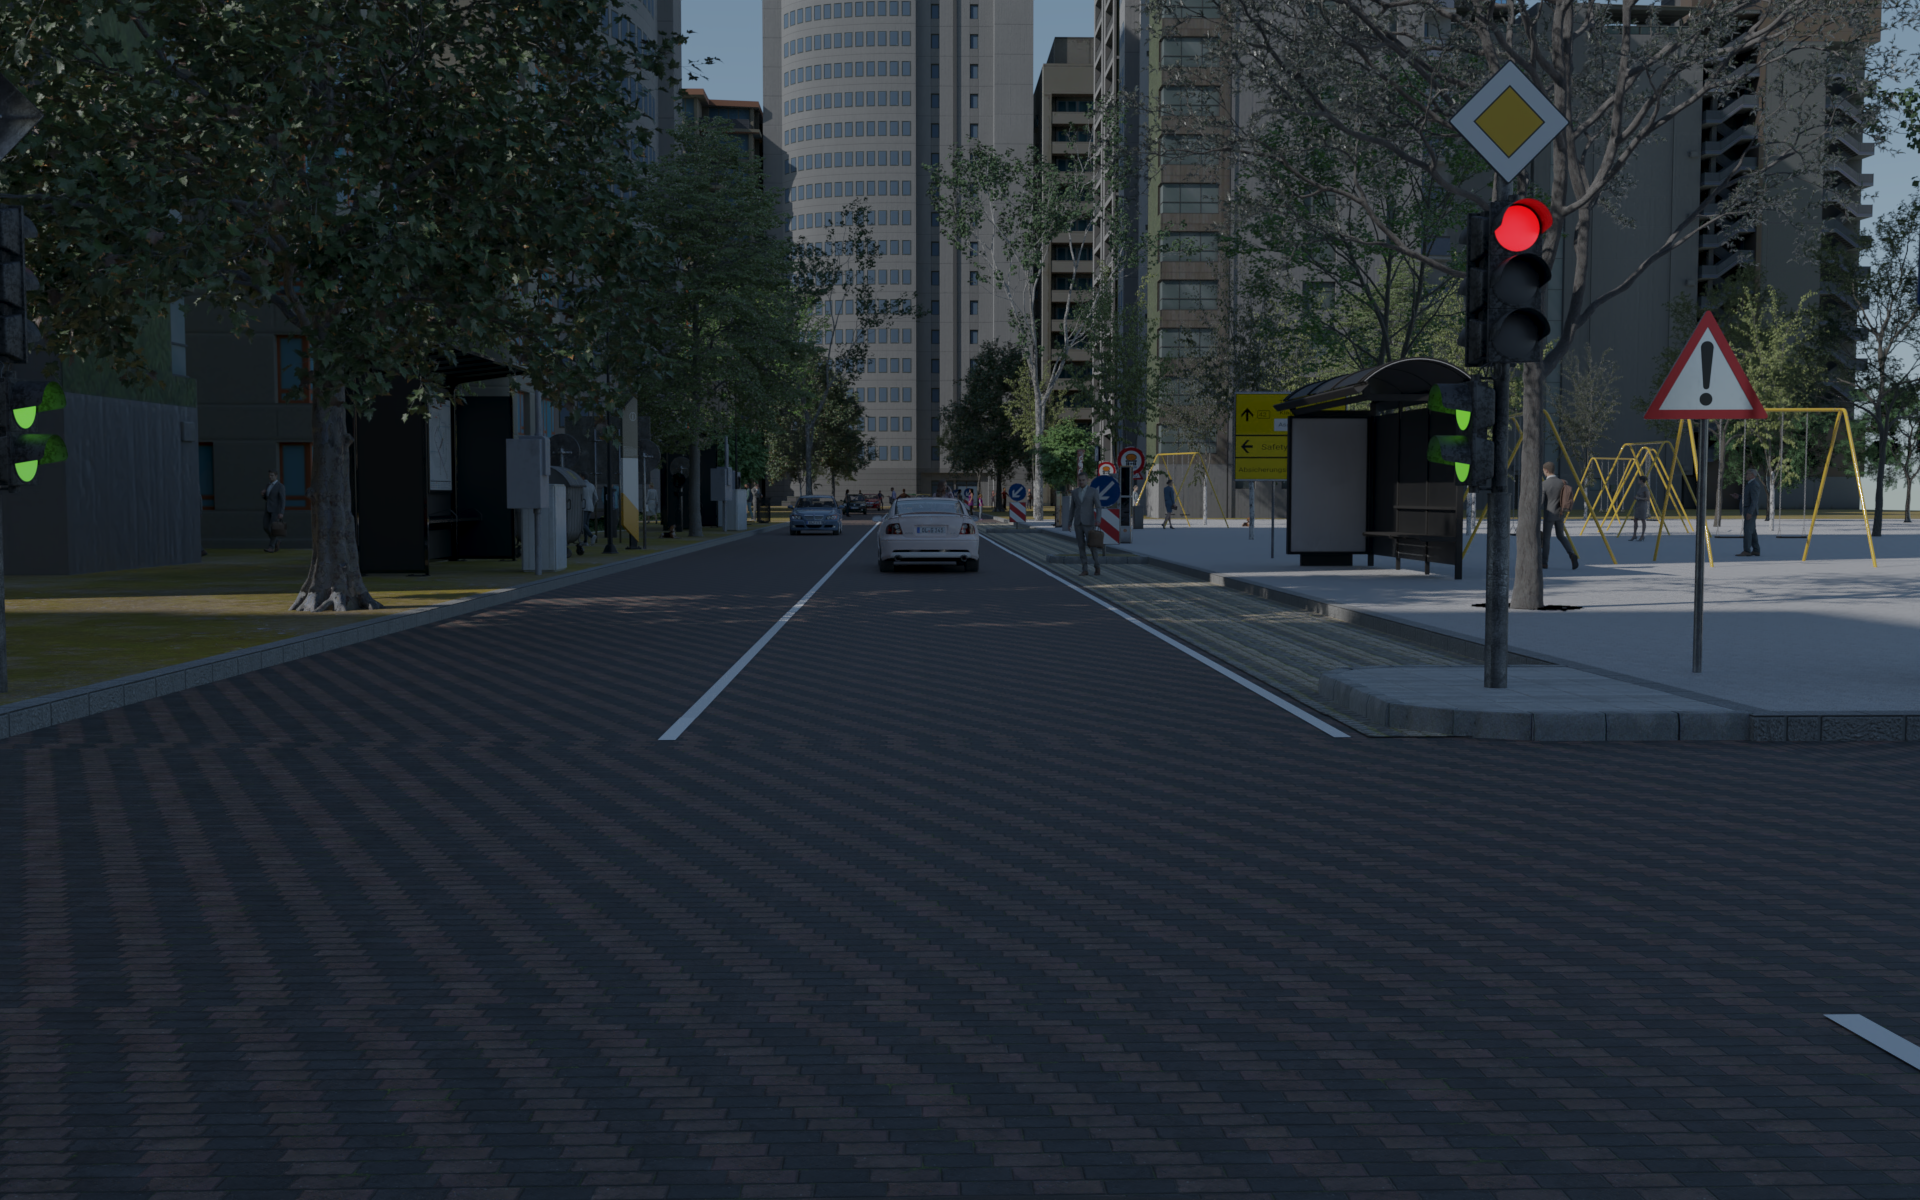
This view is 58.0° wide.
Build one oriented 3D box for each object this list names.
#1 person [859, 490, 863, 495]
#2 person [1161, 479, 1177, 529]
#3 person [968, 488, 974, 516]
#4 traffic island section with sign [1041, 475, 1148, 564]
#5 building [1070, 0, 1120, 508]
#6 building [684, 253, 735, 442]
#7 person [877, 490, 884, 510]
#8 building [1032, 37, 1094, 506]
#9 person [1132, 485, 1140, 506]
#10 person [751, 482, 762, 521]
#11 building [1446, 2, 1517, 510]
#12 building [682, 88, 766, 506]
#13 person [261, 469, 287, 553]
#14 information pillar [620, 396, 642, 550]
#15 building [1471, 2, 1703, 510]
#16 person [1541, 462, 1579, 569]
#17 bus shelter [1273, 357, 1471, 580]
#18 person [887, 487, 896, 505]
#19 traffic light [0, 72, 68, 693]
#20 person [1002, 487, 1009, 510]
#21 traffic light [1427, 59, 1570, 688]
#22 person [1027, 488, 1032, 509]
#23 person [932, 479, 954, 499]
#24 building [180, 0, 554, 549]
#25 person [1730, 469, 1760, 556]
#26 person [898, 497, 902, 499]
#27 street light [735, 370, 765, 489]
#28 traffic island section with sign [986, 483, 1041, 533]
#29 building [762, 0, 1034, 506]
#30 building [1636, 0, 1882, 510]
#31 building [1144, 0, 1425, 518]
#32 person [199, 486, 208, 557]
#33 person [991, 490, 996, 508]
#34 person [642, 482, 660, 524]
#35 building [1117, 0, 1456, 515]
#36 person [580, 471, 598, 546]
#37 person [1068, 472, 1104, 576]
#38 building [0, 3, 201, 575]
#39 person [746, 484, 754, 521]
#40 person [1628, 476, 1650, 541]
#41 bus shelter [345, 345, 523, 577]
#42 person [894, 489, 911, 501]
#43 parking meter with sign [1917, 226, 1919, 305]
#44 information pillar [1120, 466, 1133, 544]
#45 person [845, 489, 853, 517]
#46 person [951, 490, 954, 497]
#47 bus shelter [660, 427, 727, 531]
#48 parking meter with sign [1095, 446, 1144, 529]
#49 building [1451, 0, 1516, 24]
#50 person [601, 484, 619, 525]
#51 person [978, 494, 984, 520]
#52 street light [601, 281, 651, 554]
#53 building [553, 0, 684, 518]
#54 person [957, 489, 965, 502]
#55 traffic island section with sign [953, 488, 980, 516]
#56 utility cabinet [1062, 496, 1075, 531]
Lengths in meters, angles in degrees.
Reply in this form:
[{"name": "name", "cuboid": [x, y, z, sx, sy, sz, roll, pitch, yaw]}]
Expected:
[{"name": "person", "cuboid": [-9.114, -9.125, 157.714, 1.348, 1.821, 0.705, 3, 5, 43]}, {"name": "person", "cuboid": [7.631, -3.513, 63.511, 0.654, 1.822, 0.581, -1, 4, -19]}, {"name": "person", "cuboid": [0.527, -5.142, 93.248, 0.721, 1.739, 1.217, 0, 4, -2]}, {"name": "traffic island section with sign", "cuboid": [2.827, -1.683, 36.145, 1.989, 1.847, 2.006, 0, 4, -2]}, {"name": "building", "cuboid": [20.155, -43.132, 143.467, 20.563, 71.187, 20.611, 0, 4, -2]}, {"name": "building", "cuboid": [-33.993, -18.031, 139.845, 28.899, 21.520, 27.650, 0, 4, -2]}, {"name": "person", "cuboid": [-6.933, -8.800, 152.833, 0.568, 1.767, 0.683, 3, 5, 42]}, {"name": "building", "cuboid": [18.636, -34.535, 188.347, 21.600, 48.544, 21.300, 0, 4, -2]}, {"name": "person", "cuboid": [8.527, -4.712, 84.093, 0.522, 1.701, 0.512, 2, 4, 33]}, {"name": "person", "cuboid": [-9.462, -4.609, 81.203, 0.447, 1.846, 0.655, 2, 4, 34]}, {"name": "building", "cuboid": [39.325, -28.398, 147.897, 14.086, 41.232, 14.154, 0, 4, -2]}, {"name": "building", "cuboid": [-35.446, -32.577, 187.250, 28.867, 44.769, 22.147, 0, 4, -2]}, {"name": "person", "cuboid": [-15.017, -1.952, 37.930, 0.622, 1.834, 0.822, 1, 4, 12]}, {"name": "information pillar", "cuboid": [-7.617, -2.973, 39.957, 0.183, 3.616, 0.504, 3, 4, 36]}, {"name": "building", "cuboid": [53.398, -28.435, 148.502, 14.086, 41.232, 14.154, 0, 4, -2]}, {"name": "person", "cuboid": [10.133, -1.441, 29.568, 0.622, 1.834, 0.822, -2, 4, -24]}, {"name": "bus shelter", "cuboid": [6.687, -2.103, 28.310, 2.014, 3.302, 5.546, 0, 4, -2]}, {"name": "person", "cuboid": [-4.113, -5.819, 103.505, 0.599, 1.838, 0.709, 0, 4, 7]}, {"name": "traffic light", "cuboid": [-6.219, -1.355, 11.070, 0.839, 4.253, 0.868, 0, 4, -2]}, {"name": "person", "cuboid": [3.621, -8.208, 140.198, 1.348, 1.831, 0.705, -3, 5, -44]}, {"name": "traffic light", "cuboid": [3.537, -1.374, 11.385, 0.839, 4.253, 0.868, 0, 4, -2]}, {"name": "person", "cuboid": [5.912, -8.484, 145.293, 0.617, 1.759, 0.750, -2, 4, -27]}, {"name": "person", "cuboid": [-0.453, -1.763, 37.921, 0.593, 1.750, 0.643, -1, 4, -18]}, {"name": "building", "cuboid": [-29.322, -12.781, 54.006, 27.650, 21.520, 28.899, 0, 4, -2]}, {"name": "person", "cuboid": [16.235, -1.807, 35.770, 0.590, 1.801, 0.661, 1, 4, 17]}, {"name": "person", "cuboid": [-3.811, -5.973, 109.390, 0.421, 1.427, 0.697, -3, 5, -44]}, {"name": "street light", "cuboid": [-7.694, -5.576, 63.703, 1.470, 5.913, 1.316, 0, 4, -2]}, {"name": "traffic island section with sign", "cuboid": [1.964, -3.379, 63.875, 1.989, 1.847, 2.006, 0, 4, -2]}, {"name": "building", "cuboid": [-6.835, -39.480, 187.491, 28.212, 58.520, 21.231, 0, 4, -2]}, {"name": "building", "cuboid": [67.535, -30.501, 148.810, 14.200, 45.320, 14.600, 0, 4, -2]}, {"name": "building", "cuboid": [17.354, -19.968, 98.181, 14.160, 30.474, 14.107, 0, 4, -2]}, {"name": "person", "cuboid": [-15.285, -1.719, 34.270, 0.853, 1.813, 0.709, 0, 4, 0]}, {"name": "person", "cuboid": [3.065, -9.141, 156.965, 0.593, 1.643, 0.415, 2, 4, 27]}, {"name": "person", "cuboid": [-13.233, -4.151, 74.269, 0.694, 1.780, 0.624, -2, 4, -31]}, {"name": "building", "cuboid": [21.505, -35.289, 118.975, 21.231, 58.520, 28.212, 0, 4, -2]}, {"name": "person", "cuboid": [-9.217, -2.264, 42.903, 0.795, 1.843, 0.661, 2, 4, 34]}, {"name": "person", "cuboid": [2.188, -1.319, 30.186, 0.709, 1.813, 0.853, 1, 4, 21]}, {"name": "building", "cuboid": [-21.044, -20.833, 24.208, 14.154, 41.232, 14.086, 0, 4, -2]}, {"name": "person", "cuboid": [-10.227, -4.733, 83.417, 0.713, 1.824, 0.794, 1, 4, 11]}, {"name": "person", "cuboid": [18.441, -2.484, 47.002, 0.374, 1.781, 0.599, 0, 4, -5]}, {"name": "bus shelter", "cuboid": [-8.905, -2.367, 29.990, 1.731, 3.624, 6.357, 0, 4, -2]}, {"name": "person", "cuboid": [-3.000, -5.125, 93.113, 1.217, 1.723, 0.721, 0, 4, 4]}, {"name": "parking meter with sign", "cuboid": [6.893, -0.930, 11.475, 1.738, 3.016, 0.543, -3, 5, -44]}, {"name": "information pillar", "cuboid": [4.315, -2.474, 44.936, 0.304, 2.012, 0.304, 1, 4, 16]}, {"name": "person", "cuboid": [-6.965, -6.084, 108.690, 0.721, 1.735, 1.217, 1, 4, 13]}, {"name": "person", "cuboid": [-0.506, -5.014, 91.419, 0.436, 1.711, 0.756, -3, 5, -40]}, {"name": "bus shelter", "cuboid": [-9.675, -4.403, 63.268, 1.731, 3.624, 6.357, 0, 4, -2]}, {"name": "parking meter with sign", "cuboid": [5.841, -4.107, 63.405, 1.738, 3.016, 0.543, -1, 4, -9]}, {"name": "building", "cuboid": [44.898, -53.588, 188.833, 31.000, 86.520, 22.319, 0, 4, -2]}, {"name": "person", "cuboid": [-10.491, -2.821, 52.185, 0.660, 1.820, 0.620, -2, 4, -33]}, {"name": "person", "cuboid": [1.220, -5.133, 95.651, 0.599, 1.433, 0.991, 1, 4, 8]}, {"name": "street light", "cuboid": [-7.015, -3.958, 37.249, 1.470, 5.913, 1.316, 0, 4, -2]}, {"name": "building", "cuboid": [-28.213, -34.050, 98.718, 21.231, 58.520, 28.212, 0, 4, -2]}, {"name": "person", "cuboid": [0.079, -5.855, 104.942, 0.721, 1.735, 1.217, 1, 4, 16]}, {"name": "traffic island section with sign", "cuboid": [0.440, -6.396, 113.207, 1.989, 1.847, 2.006, 0, 4, -2]}, {"name": "utility cabinet", "cuboid": [3.888, -3.010, 60.378, 0.306, 1.237, 1.020, 2, 4, 28]}]
